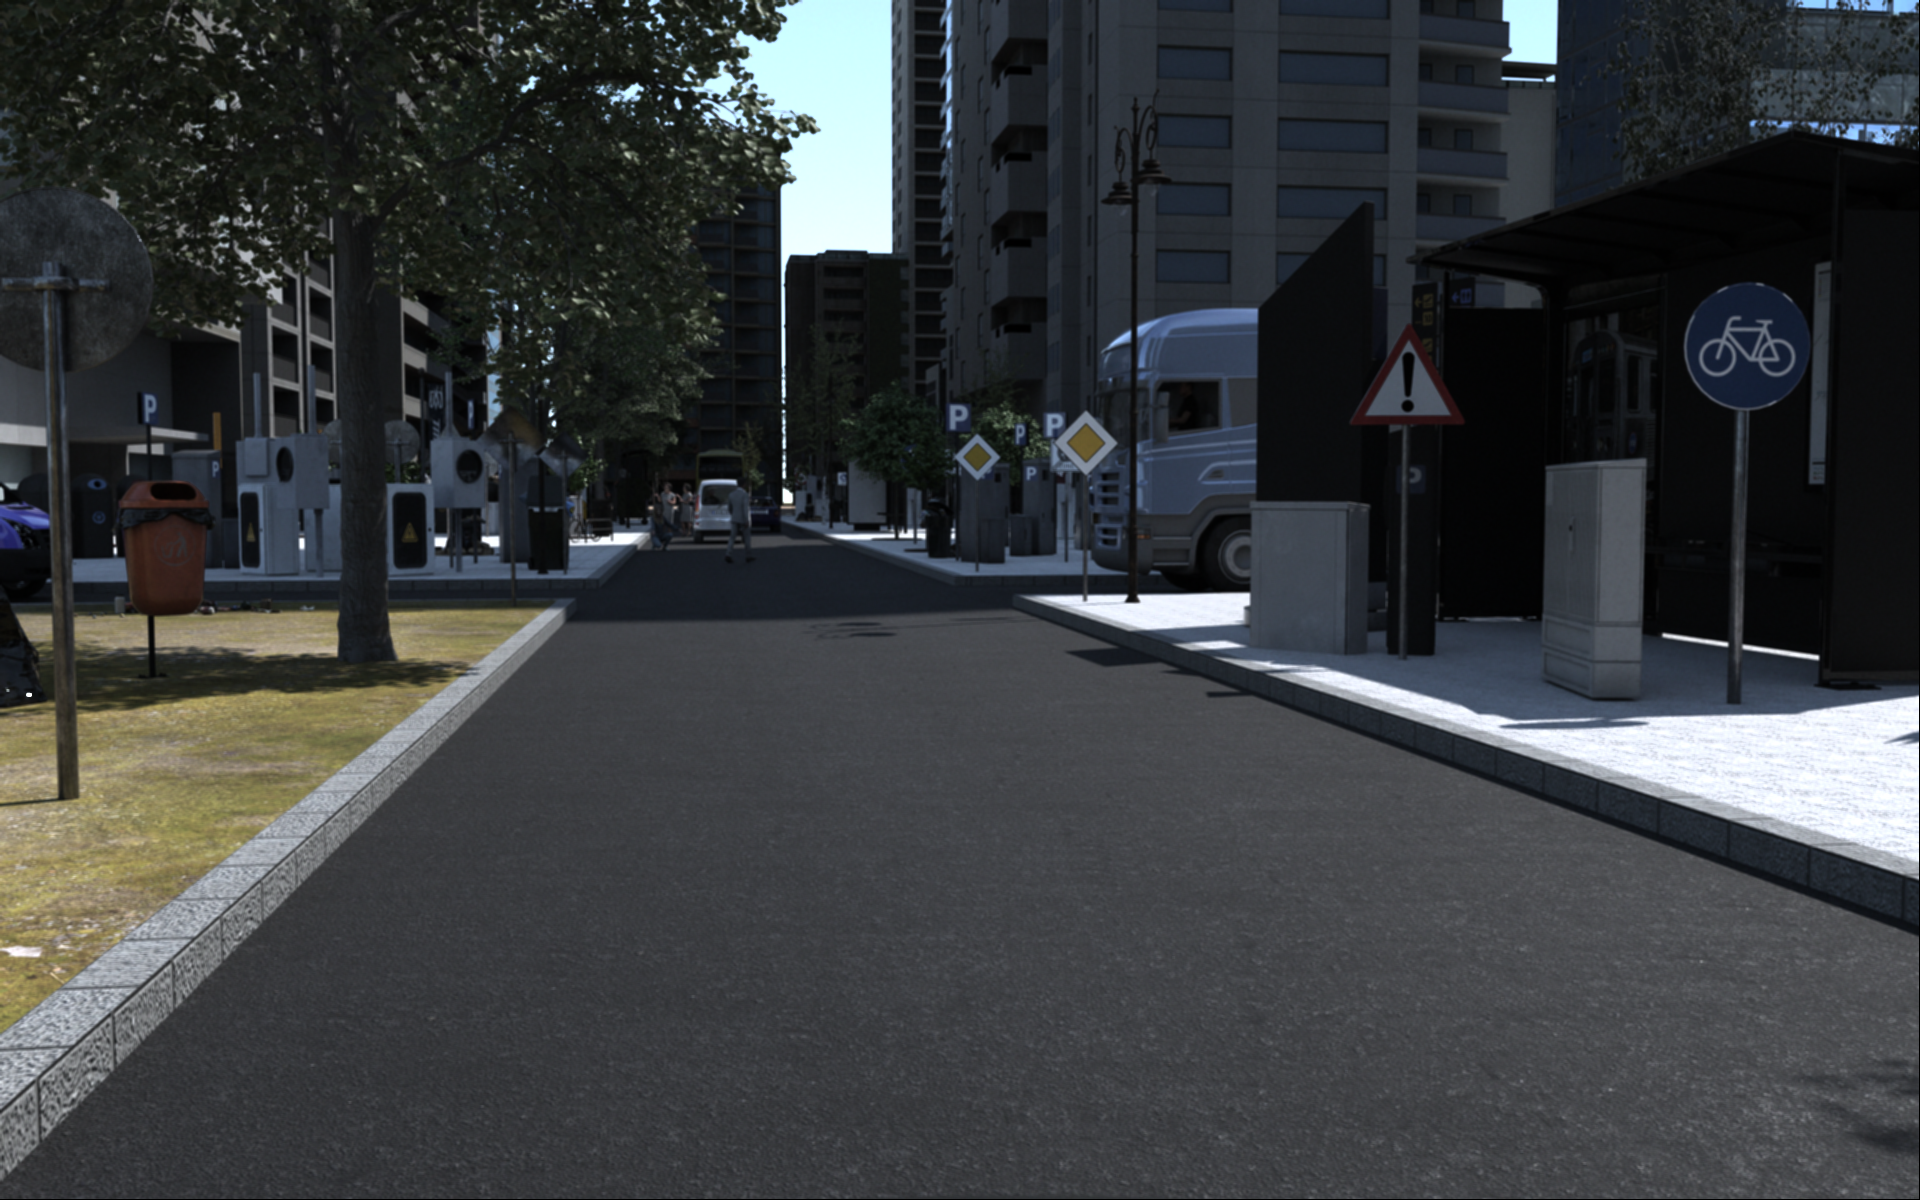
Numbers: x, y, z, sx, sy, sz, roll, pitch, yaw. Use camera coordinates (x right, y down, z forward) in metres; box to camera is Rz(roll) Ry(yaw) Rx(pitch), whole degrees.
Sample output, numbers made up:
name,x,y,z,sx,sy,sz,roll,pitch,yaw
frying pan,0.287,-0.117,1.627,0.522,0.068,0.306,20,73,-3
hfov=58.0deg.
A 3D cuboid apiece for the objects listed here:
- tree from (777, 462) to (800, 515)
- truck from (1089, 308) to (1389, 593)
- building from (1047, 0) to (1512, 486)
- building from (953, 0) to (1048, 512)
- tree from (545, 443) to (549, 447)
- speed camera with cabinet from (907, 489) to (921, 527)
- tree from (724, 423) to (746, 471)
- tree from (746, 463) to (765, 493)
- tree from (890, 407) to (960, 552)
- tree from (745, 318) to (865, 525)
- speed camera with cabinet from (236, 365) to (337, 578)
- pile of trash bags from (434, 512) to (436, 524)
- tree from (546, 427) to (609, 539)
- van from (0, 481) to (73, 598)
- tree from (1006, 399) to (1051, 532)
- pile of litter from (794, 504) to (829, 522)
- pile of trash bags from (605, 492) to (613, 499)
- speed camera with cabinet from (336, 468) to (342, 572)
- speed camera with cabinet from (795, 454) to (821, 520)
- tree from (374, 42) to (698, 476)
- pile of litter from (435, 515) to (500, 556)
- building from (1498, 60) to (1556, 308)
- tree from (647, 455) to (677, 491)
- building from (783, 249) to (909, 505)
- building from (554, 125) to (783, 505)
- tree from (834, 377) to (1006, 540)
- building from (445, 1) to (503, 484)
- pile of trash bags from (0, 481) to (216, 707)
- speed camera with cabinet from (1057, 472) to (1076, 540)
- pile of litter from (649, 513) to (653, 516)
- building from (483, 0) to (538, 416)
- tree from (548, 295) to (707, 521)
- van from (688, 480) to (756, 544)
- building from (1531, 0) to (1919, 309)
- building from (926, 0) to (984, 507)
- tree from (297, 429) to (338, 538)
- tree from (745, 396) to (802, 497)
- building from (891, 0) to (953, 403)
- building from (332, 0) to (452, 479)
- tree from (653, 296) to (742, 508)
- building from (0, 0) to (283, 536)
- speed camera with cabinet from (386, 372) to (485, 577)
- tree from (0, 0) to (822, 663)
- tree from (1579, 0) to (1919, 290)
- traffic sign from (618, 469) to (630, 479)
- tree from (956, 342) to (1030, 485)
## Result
name,x,y,z,sx,sy,sz,roll,pitch,yaw
tree,-10.059,-6.773,105.341,1.663,3.219,1.824,0,3,0
truck,10.610,-2.201,25.738,18.799,4.110,2.967,-1,4,-10
building,15.292,-33.616,91.622,21.231,58.520,28.212,-1,4,-9
building,14.666,-32.596,122.181,28.713,52.752,27.495,-1,4,-9
tree,-23.827,-6.874,96.108,4.285,4.588,4.351,0,3,0
speed camera with cabinet,-1.939,-4.549,68.713,0.660,3.252,2.038,0,4,6
tree,-20.797,-13.422,169.817,4.737,8.622,4.395,0,3,0
tree,-21.536,-11.704,175.070,4.285,4.588,4.351,0,3,0
tree,-0.801,-2.693,38.636,1.663,3.219,1.824,0,3,0
tree,-5.834,-7.449,72.149,4.737,8.622,4.395,0,3,0
speed camera with cabinet,-10.566,-1.997,26.991,2.038,3.252,0.660,3,5,44
pile of trash bags,-12.856,-1.806,39.280,1.912,1.369,3.447,-2,4,-26
tree,-11.170,-3.390,50.033,1.663,3.219,1.824,0,3,0
van,-14.726,-1.139,23.012,5.245,2.365,2.240,0,4,-7
tree,1.643,-4.650,59.737,4.285,4.588,4.351,0,3,0
pile of litter,-6.859,-4.057,80.296,1.719,0.858,1.176,-1,4,-9
pile of trash bags,-18.469,-4.530,83.825,3.447,1.369,1.912,1,4,10
speed camera with cabinet,-10.805,-2.095,28.596,2.038,3.252,0.660,0,4,-3
speed camera with cabinet,-7.443,-5.552,85.107,0.660,3.252,2.038,1,4,18
tree,-9.859,-7.013,40.419,9.928,11.665,9.643,0,3,0
pile of litter,-10.304,-1.367,36.317,1.719,0.858,1.176,1,4,19
building,49.204,-29.554,166.796,14.086,41.232,14.154,-1,4,-9
tree,-28.757,-13.326,168.237,4.360,8.622,3.978,0,3,0
building,-13.753,-26.674,207.814,14.107,30.474,14.160,-1,4,-9
building,-35.732,-33.858,208.206,28.867,44.769,22.147,-1,4,-9
tree,-1.694,-3.960,48.464,4.285,4.588,4.351,0,3,0
building,-48.394,-30.694,151.955,14.200,45.320,14.600,-1,4,-9
pile of trash bags,-6.422,-0.069,10.885,1.912,1.369,3.447,3,5,42
speed camera with cabinet,2.997,-3.354,49.180,0.660,3.252,2.038,1,4,19
pile of litter,-18.495,-5.352,101.478,1.176,0.858,1.719,0,4,2
building,-65.475,-54.386,201.881,31.000,86.520,22.319,-1,4,-9
tree,-15.902,-8.949,80.723,7.601,10.594,8.767,1,4,17
van,-7.082,-2.725,51.557,2.013,2.044,4.112,0,4,-7
building,34.657,-45.474,56.167,31.000,86.520,22.319,-1,4,-9
building,6.626,-51.268,150.902,22.319,86.520,31.000,-1,4,-9
tree,-19.582,-3.470,51.334,1.663,3.219,1.824,0,3,0
tree,-14.162,-10.965,129.641,4.360,8.622,3.978,0,3,0
building,2.882,-47.361,212.610,20.611,71.187,20.563,-1,4,-9
building,-44.553,-29.650,108.473,21.300,48.544,21.600,-1,4,-9
tree,-26.614,-18.413,156.937,12.611,20.169,13.585,0,3,0
building,-37.993,-28.410,53.742,28.713,52.752,27.495,-1,4,-9
speed camera with cabinet,-8.501,-2.029,27.517,0.660,3.252,2.038,2,4,32
tree,-5.047,-5.808,13.082,7.486,12.596,7.792,0,3,0
tree,8.818,-4.215,19.284,4.360,8.622,3.978,0,3,0
traffic sign,-16.999,-5.331,87.273,0.768,2.556,0.104,0,4,-6
tree,1.566,-8.121,83.139,4.737,8.622,4.395,0,3,0
